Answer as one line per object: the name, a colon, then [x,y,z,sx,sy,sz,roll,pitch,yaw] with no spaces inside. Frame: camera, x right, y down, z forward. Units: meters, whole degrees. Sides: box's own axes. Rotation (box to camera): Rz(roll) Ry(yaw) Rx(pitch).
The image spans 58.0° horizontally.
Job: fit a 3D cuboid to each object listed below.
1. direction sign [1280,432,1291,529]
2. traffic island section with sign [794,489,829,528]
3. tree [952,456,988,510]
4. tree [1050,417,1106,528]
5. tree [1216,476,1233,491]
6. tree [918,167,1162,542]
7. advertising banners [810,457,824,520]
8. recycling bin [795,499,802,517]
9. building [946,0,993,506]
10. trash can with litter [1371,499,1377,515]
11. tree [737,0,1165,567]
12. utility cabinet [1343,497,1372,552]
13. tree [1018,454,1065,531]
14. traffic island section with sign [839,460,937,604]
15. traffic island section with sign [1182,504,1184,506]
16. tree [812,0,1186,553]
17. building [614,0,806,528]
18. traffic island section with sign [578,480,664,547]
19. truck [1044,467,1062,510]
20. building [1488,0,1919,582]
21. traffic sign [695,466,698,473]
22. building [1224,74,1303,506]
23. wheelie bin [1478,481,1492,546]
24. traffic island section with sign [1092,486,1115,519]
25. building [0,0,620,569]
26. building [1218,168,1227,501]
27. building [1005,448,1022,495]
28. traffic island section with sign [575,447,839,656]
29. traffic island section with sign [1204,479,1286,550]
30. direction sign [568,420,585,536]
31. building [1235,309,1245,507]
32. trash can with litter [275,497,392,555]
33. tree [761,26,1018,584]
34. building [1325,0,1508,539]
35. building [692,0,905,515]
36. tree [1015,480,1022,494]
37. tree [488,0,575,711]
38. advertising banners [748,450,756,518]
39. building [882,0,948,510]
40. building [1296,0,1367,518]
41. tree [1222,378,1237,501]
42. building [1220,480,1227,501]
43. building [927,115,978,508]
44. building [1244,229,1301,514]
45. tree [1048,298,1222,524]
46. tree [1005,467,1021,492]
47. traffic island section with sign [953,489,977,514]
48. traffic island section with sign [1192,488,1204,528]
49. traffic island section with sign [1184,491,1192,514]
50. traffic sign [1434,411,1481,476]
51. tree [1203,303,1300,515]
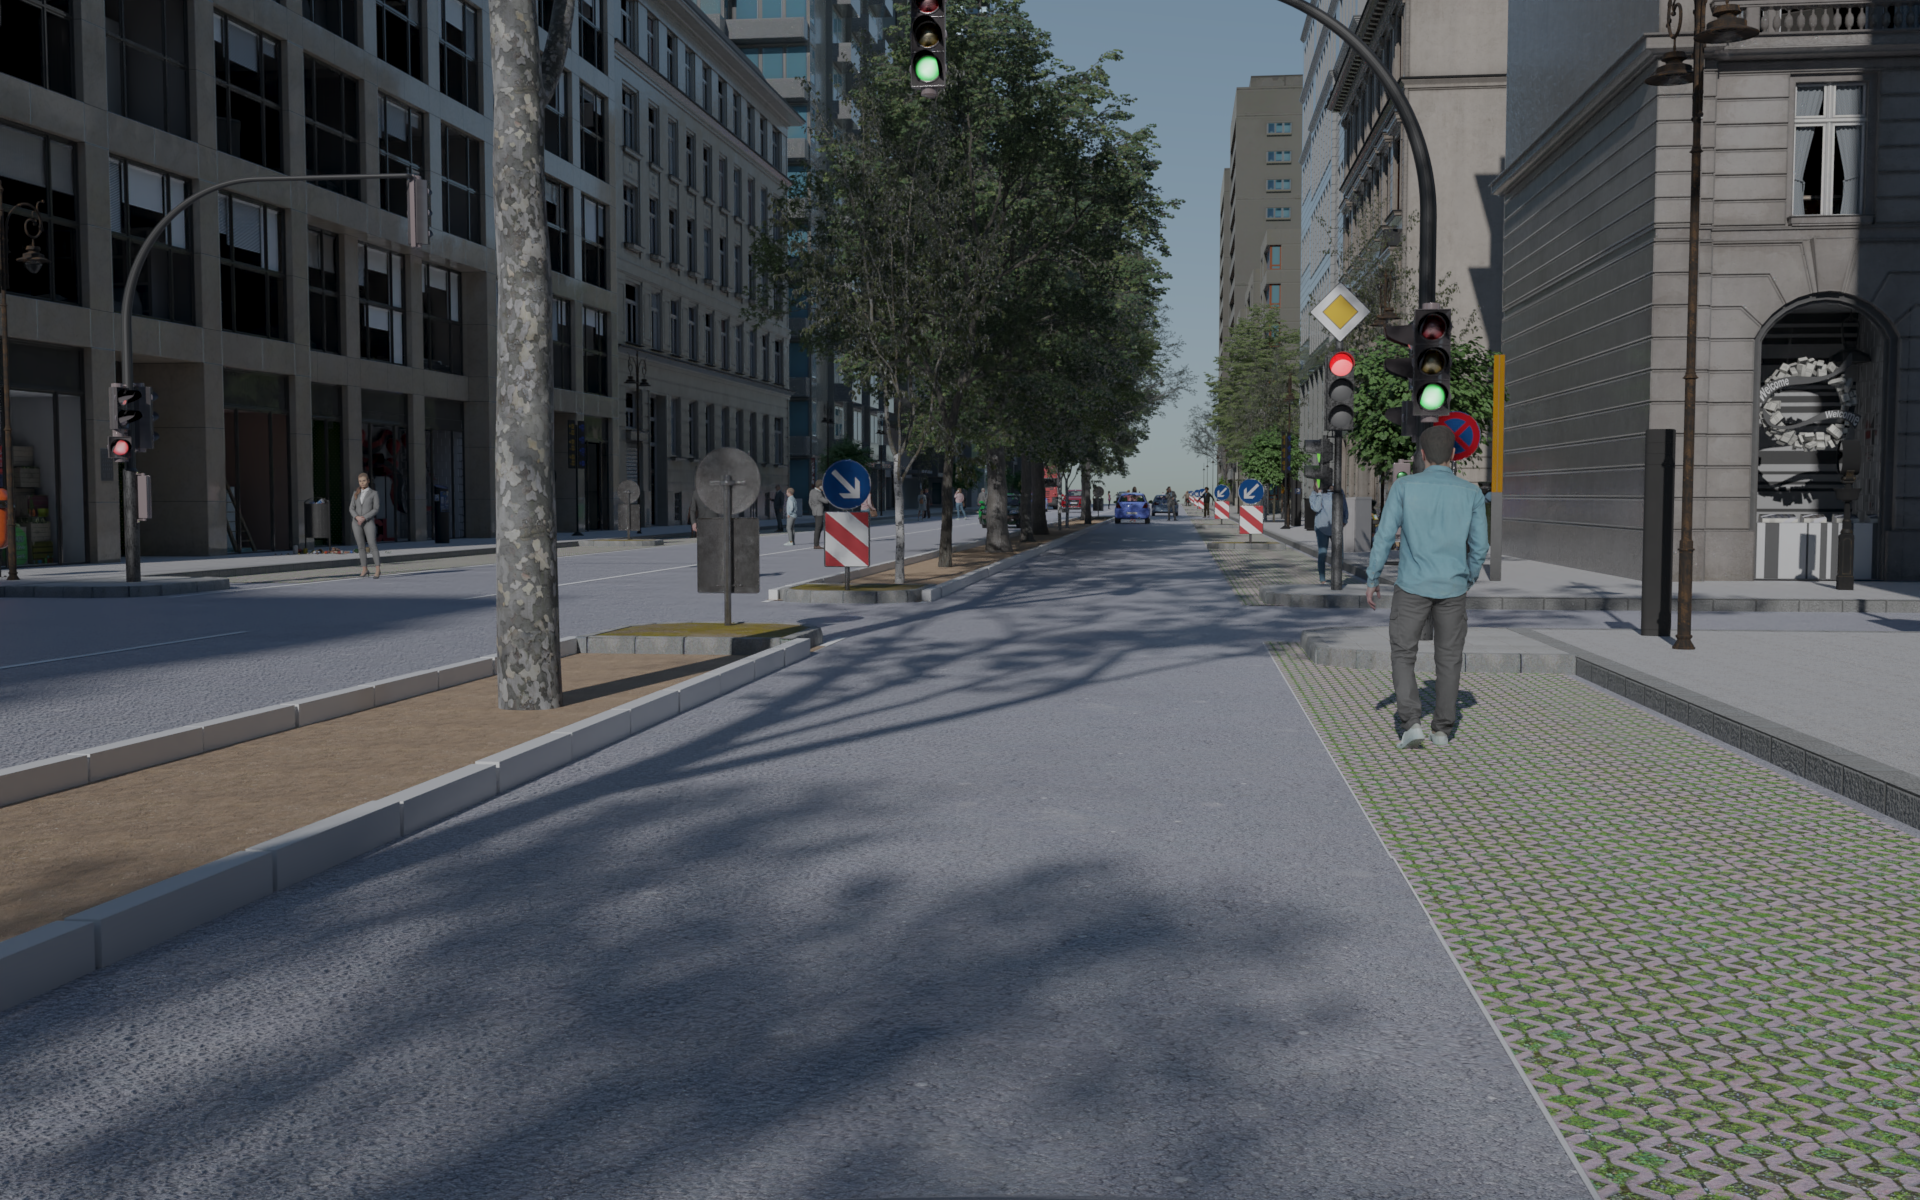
direction sign: [11.935,-4.371,63.465,0.379,3.537,0.876,2,4,32]
traffic island section with sign: [-5.987,-4.040,74.674,1.989,1.847,2.006,0,4,7]
tree: [0.373,-9.826,144.372,4.285,4.588,4.351,0,3,0]
tree: [4.485,-7.302,72.201,4.360,8.622,3.978,0,3,0]
tree: [24.846,-10.401,164.652,1.663,3.219,1.824,0,3,0]
tree: [2.049,-7.976,50.995,7.486,12.596,7.792,0,3,0]
advertising banners: [-6.784,-5.343,83.545,0.090,3.025,2.074,1,4,19]
recycling bin: [-9.391,-5.220,97.907,0.722,1.027,0.722,2,4,25]
building: [-6.562,-54.283,200.202,22.319,86.520,31.000,0,4,7]
trash can with litter: [10.235,-2.011,44.269,0.624,1.170,1.055,-1,4,-9]
tree: [-0.356,-5.883,33.063,8.767,10.594,7.601,0,4,7]
utility cabinet: [8.847,-1.678,38.591,0.306,1.237,1.020,2,4,33]
tree: [3.875,-7.020,67.601,4.737,8.622,4.395,0,3,0]
traffic island section with sign: [-1.424,-0.949,23.650,2.006,1.907,1.989,0,4,7]
traffic island section with sign: [20.369,-8.603,149.281,1.989,1.847,2.006,0,4,7]
tree: [0.942,-8.118,41.846,9.857,13.997,8.962,0,3,0]
building: [-17.870,-14.912,77.094,16.112,22.955,30.059,0,4,7]
traffic island section with sign: [-9.300,-2.403,47.923,1.989,1.847,2.006,0,4,7]
truck: [8.044,-10.505,160.663,2.839,4.237,11.283,0,4,5]
building: [22.202,-11.453,29.058,24.055,21.916,13.314,0,4,7]
traffic sign: [-9.327,-3.717,62.901,0.606,2.300,0.079,1,4,15]
building: [41.634,-35.052,196.806,21.300,48.544,21.600,0,4,7]
wheelie bin: [13.095,-2.142,42.925,0.693,1.594,0.980,-2,4,-30]
traffic island section with sign: [7.809,-5.510,98.222,2.006,1.907,1.989,0,4,7]
building: [-23.762,-14.734,45.425,19.350,26.468,34.151,0,4,7]
building: [47.363,-37.876,242.978,21.300,48.544,21.600,0,4,7]
building: [1.097,-33.020,223.465,14.154,41.232,14.086,0,4,7]
traffic island section with sign: [-2.345,-0.499,16.301,2.006,1.907,1.989,0,4,7]
traffic island section with sign: [7.493,-2.251,45.438,1.989,1.847,2.006,0,4,7]
direction sign: [-11.781,-3.747,53.262,0.379,3.537,0.876,1,4,21]
building: [39.125,-18.931,154.566,27.650,21.520,28.899,0,4,7]
trash can with litter: [-13.400,-1.595,37.137,2.233,1.210,1.678,0,4,-7]
tree: [-0.970,-4.542,27.083,4.360,8.622,3.978,0,3,0]
building: [18.238,-11.793,57.444,10.561,19.102,19.286,0,4,7]
building: [-16.760,-30.369,116.139,23.786,49.044,30.456,0,4,7]
tree: [7.236,-12.474,198.552,1.663,3.219,1.824,0,3,0]
tree: [-1.776,-9.274,9.983,12.611,20.169,13.585,0,3,0]
advertising banners: [-8.449,-4.533,70.301,0.090,3.025,2.074,0,4,1]
building: [-15.679,-34.046,145.895,28.713,52.752,27.495,0,4,7]
building: [22.541,-18.582,81.306,11.434,29.767,29.804,0,4,7]
tree: [27.981,-16.632,182.304,12.009,13.543,11.850,0,3,0]
building: [49.668,-32.302,220.020,32.217,40.220,23.993,0,4,7]
building: [-6.052,-29.503,165.968,14.154,41.232,14.086,0,4,7]
building: [35.506,-17.181,125.949,27.650,21.520,28.899,0,4,7]
tree: [6.043,-10.330,81.726,12.009,13.543,11.850,0,3,0]
tree: [4.026,-11.769,176.140,4.285,4.588,4.351,0,3,0]
traffic island section with sign: [0.175,-7.076,124.317,1.989,1.847,2.006,0,4,7]
traffic island section with sign: [10.866,-3.919,72.710,1.989,1.847,2.006,0,4,7]
traffic island section with sign: [17.049,-6.967,122.530,1.989,1.847,2.006,0,4,7]
traffic sign: [7.606,-1.626,26.693,0.768,2.556,0.104,1,4,14]
tree: [17.984,-11.356,103.790,7.486,12.596,7.792,0,3,0]
